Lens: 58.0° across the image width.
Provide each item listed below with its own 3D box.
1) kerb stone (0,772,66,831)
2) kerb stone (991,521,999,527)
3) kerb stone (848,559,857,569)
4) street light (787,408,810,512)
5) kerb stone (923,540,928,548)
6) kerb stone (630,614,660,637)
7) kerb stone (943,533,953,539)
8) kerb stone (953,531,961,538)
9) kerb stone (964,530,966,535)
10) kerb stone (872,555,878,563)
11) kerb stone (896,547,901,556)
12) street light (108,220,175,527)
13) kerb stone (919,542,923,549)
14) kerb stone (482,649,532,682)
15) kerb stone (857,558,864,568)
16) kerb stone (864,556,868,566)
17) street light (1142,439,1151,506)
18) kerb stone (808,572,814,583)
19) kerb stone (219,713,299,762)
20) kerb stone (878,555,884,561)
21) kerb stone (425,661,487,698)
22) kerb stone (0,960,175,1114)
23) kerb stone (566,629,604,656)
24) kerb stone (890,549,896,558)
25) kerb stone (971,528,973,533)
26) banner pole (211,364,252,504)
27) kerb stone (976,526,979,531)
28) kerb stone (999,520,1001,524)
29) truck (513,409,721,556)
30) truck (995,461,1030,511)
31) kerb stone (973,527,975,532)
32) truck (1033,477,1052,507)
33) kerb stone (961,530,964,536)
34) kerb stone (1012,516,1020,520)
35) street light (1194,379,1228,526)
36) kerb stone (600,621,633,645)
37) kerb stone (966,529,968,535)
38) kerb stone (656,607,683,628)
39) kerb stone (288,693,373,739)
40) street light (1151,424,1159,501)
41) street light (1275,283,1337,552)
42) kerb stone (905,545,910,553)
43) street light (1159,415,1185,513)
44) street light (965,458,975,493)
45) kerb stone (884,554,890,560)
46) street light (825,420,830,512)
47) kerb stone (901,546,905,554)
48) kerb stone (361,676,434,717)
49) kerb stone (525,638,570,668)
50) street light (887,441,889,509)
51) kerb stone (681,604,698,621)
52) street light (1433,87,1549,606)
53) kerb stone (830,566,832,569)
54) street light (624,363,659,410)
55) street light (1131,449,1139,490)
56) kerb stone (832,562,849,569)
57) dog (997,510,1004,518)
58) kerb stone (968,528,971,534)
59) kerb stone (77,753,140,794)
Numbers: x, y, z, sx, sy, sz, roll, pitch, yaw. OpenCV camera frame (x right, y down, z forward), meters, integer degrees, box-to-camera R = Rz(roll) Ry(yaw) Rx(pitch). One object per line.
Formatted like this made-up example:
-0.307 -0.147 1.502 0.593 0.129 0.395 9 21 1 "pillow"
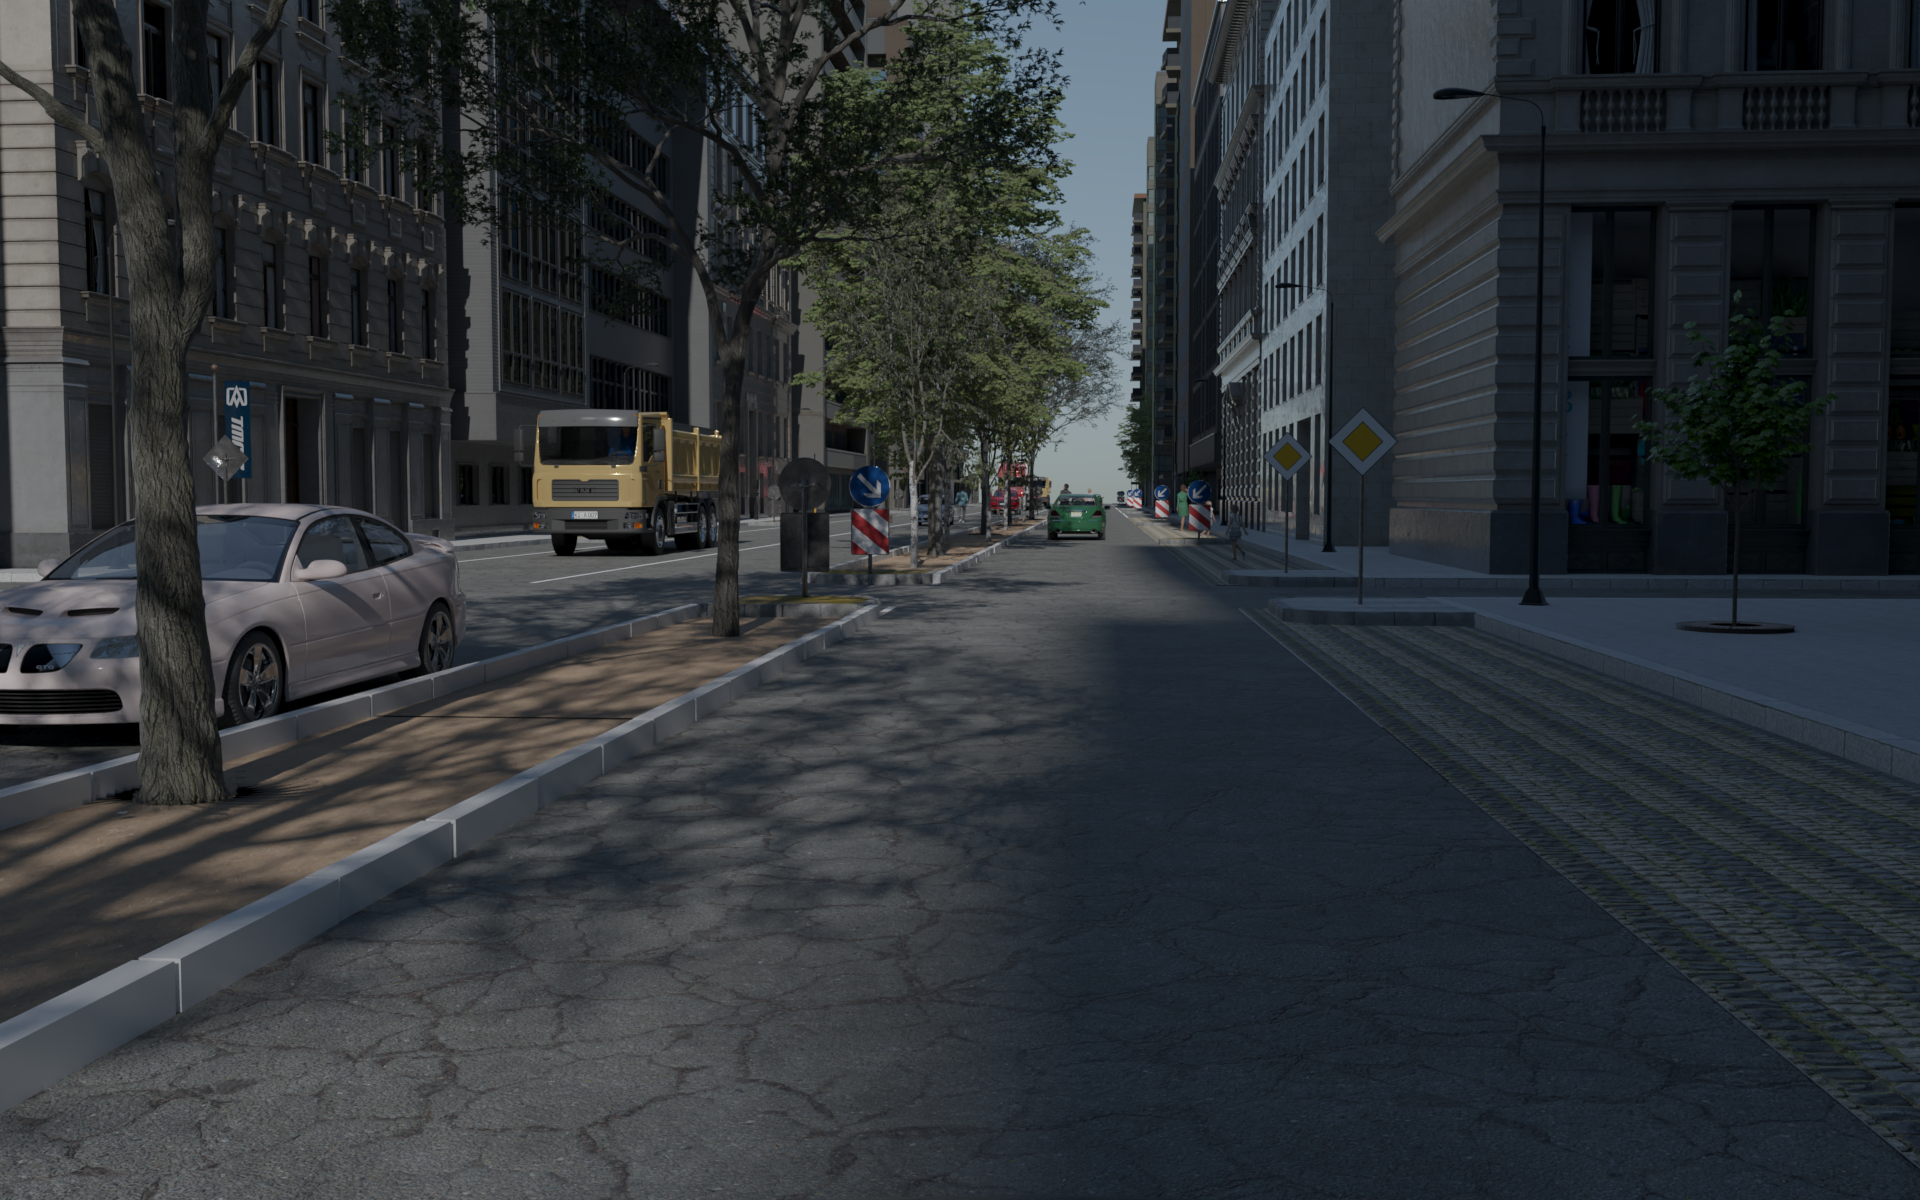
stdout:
-4.104 0.900 7.489 0.120 0.150 1.000 0 4 5 "kerb stone"
1.567 -3.445 78.513 0.120 0.150 1.000 0 4 5 "kerb stone"
-2.107 -0.630 32.506 0.120 0.150 1.000 0 4 5 "kerb stone"
-8.759 -7.391 93.391 1.470 5.913 1.316 0 4 5 "street light"
-0.954 -1.505 46.831 0.120 0.150 1.000 0 4 5 "kerb stone"
-3.281 0.275 17.697 0.120 0.150 1.000 0 4 5 "kerb stone"
-0.386 -1.942 53.985 0.120 0.150 1.000 0 4 5 "kerb stone"
-0.144 -2.133 57.062 0.120 0.150 1.000 0 4 5 "kerb stone"
0.015 -2.257 59.100 0.120 0.150 1.000 0 4 5 "kerb stone"
-1.853 -0.819 35.581 0.120 0.150 1.000 0 4 5 "kerb stone"
-1.527 -1.069 39.674 0.120 0.150 1.000 0 4 5 "kerb stone"
-13.899 -3.484 29.509 1.470 5.913 1.316 0 4 5 "street light"
-1.123 -1.382 44.786 0.120 0.150 1.000 0 4 5 "kerb stone"
-3.608 0.527 13.609 0.120 0.150 1.000 0 4 5 "kerb stone"
-2.027 -0.693 33.528 0.120 0.150 1.000 0 4 5 "kerb stone"
-1.935 -0.754 34.552 0.120 0.150 1.000 0 4 5 "kerb stone"
16.357 -10.689 147.303 1.470 5.913 1.316 0 4 5 "street light"
-2.433 -0.379 28.400 0.120 0.150 1.000 0 4 5 "kerb stone"
-3.939 0.775 9.527 0.120 0.150 1.000 0 4 5 "kerb stone"
-1.778 -0.879 36.607 0.120 0.150 1.000 0 4 5 "kerb stone"
-3.695 0.587 12.591 0.120 0.150 1.000 0 4 5 "kerb stone"
-2.257 1.097 4.268 0.120 0.150 1.000 0 4 5 "kerb stone"
-3.447 0.400 15.654 0.120 0.150 1.000 0 4 5 "kerb stone"
-1.613 -1.006 38.649 0.120 0.150 1.000 0 4 5 "kerb stone"
0.272 -2.445 62.173 0.120 0.150 1.000 0 4 5 "kerb stone"
-14.175 -2.667 33.624 0.863 3.779 0.401 -2 4 -31 "banner pole"
0.513 -2.631 65.232 0.120 0.150 1.000 0 4 5 "kerb stone"
1.660 -3.507 79.540 0.120 0.150 1.000 0 4 5 "kerb stone"
-8.056 -2.848 42.484 3.469 3.379 9.791 0 4 4 "truck"
4.696 -9.789 148.957 2.839 4.237 11.283 0 4 5 "truck"
0.346 -2.508 63.195 0.120 0.150 1.000 0 4 5 "kerb stone"
8.741 -12.182 195.105 3.469 3.379 9.791 0 4 5 "truck"
-0.060 -2.195 58.081 0.120 0.150 1.000 0 4 5 "kerb stone"
3.206 -4.695 98.951 0.120 0.150 1.000 0 4 5 "kerb stone"
10.140 -5.959 69.970 1.470 5.913 1.316 0 4 5 "street light"
-3.371 0.339 16.679 0.120 0.150 1.000 0 4 5 "kerb stone"
0.100 -2.319 60.119 0.120 0.150 1.000 0 4 5 "kerb stone"
-3.199 0.212 18.725 0.120 0.150 1.000 0 4 5 "kerb stone"
-3.861 0.714 10.550 0.120 0.150 1.000 0 4 5 "kerb stone"
13.624 -8.712 114.976 1.470 5.913 1.316 0 4 5 "street light"
7.620 -4.014 38.167 1.470 5.913 1.316 0 4 5 "street light"
-1.368 -1.194 41.730 0.120 0.150 1.000 0 4 5 "kerb stone"
12.626 -7.904 101.775 1.470 5.913 1.316 0 4 5 "street light"
1.276 -15.200 221.055 1.470 5.913 1.316 0 4 5 "street light"
-1.696 -0.944 37.625 0.120 0.150 1.000 0 4 5 "kerb stone"
-7.743 -8.164 106.022 1.470 5.913 1.316 0 4 5 "street light"
-1.456 -1.132 40.702 0.120 0.150 1.000 0 4 5 "kerb stone"
-3.779 0.650 11.569 0.120 0.150 1.000 0 4 5 "kerb stone"
-3.532 0.463 14.632 0.120 0.150 1.000 0 4 5 "kerb stone"
-5.274 -10.150 138.497 1.470 5.913 1.316 0 4 5 "street light"
-3.127 0.152 19.745 0.120 0.150 1.000 0 4 5 "kerb stone"
6.107 -2.898 19.929 1.470 5.913 1.316 0 4 5 "street light"
-2.347 -0.442 29.422 0.120 0.150 1.000 0 4 5 "kerb stone"
-11.362 -5.447 61.595 1.470 5.913 1.316 0 4 5 "street light"
18.756 -12.636 179.131 1.470 5.913 1.316 0 4 5 "street light"
-2.191 -0.567 31.470 0.120 0.150 1.000 0 4 5 "kerb stone"
2.491 -5.141 103.336 0.406 0.507 0.540 3 5 40 "dog"
0.192 -2.382 61.142 0.120 0.150 1.000 0 4 5 "kerb stone"
-4.026 0.840 8.508 0.120 0.150 1.000 0 4 5 "kerb stone"
